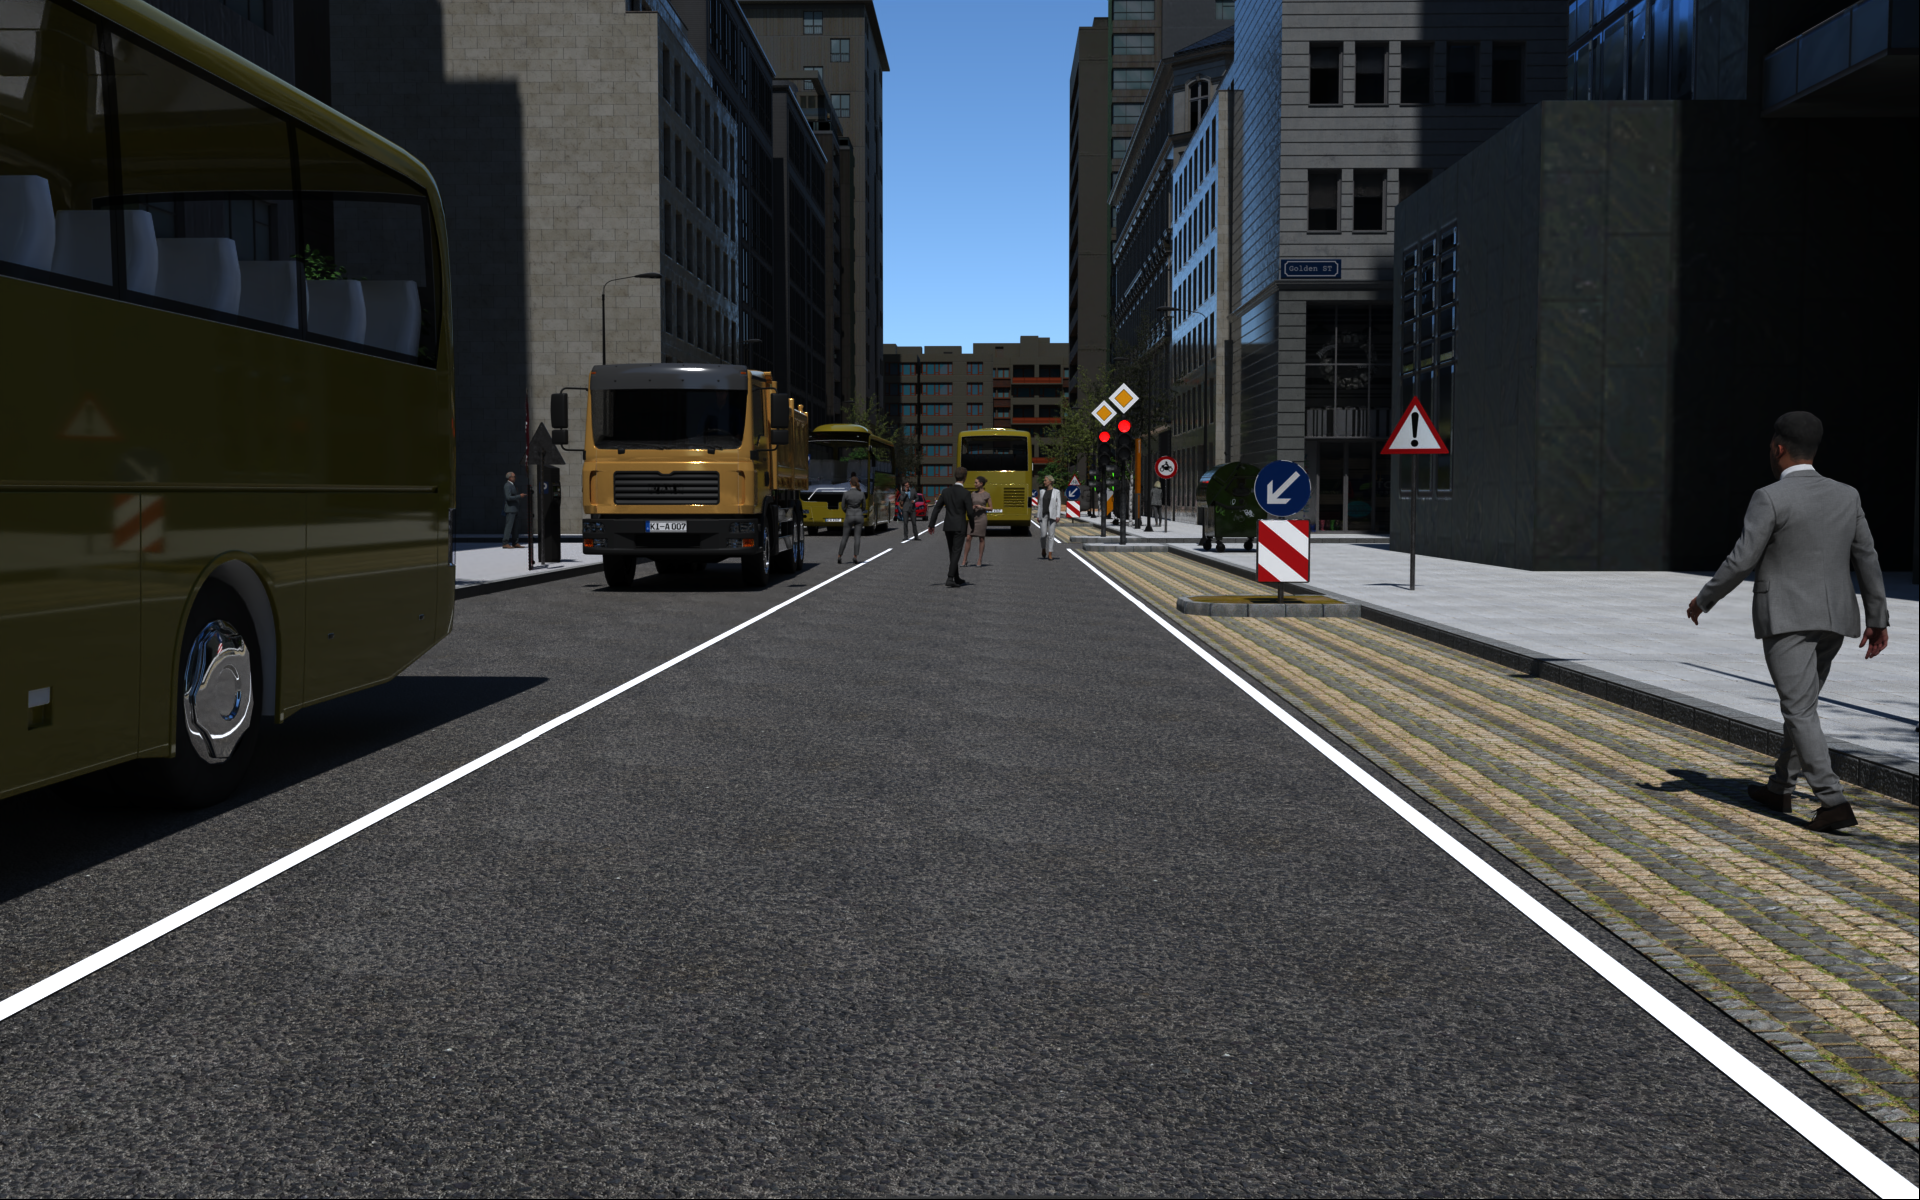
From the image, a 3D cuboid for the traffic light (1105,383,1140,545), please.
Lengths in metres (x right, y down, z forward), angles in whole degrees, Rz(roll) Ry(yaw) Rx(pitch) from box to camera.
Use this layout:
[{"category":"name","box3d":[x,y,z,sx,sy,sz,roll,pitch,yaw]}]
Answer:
[{"category":"traffic light","box3d":[4.109,-3.355,43.775,0.839,4.253,0.868,0,4,1]}]

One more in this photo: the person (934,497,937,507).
[{"category":"person","box3d":[-1.551,-6.327,116.953,0.505,1.210,0.382,3,4,38]}]

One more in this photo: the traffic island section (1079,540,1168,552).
[{"category":"traffic island section","box3d":[4.149,-1.322,43.888,2.009,0.180,2.903,0,4,1]}]

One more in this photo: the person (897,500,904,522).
[{"category":"person","box3d":[-2.808,-4.502,87.605,1.012,1.151,0.738,-3,5,-40]}]

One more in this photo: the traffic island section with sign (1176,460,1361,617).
[{"category":"traffic island section with sign","box3d":[3.663,-0.752,20.927,1.989,1.847,2.006,0,4,1]}]

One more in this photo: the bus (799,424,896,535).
[{"category":"bus","box3d":[-4.075,-4.443,64.195,2.896,3.916,12.252,0,4,2]}]

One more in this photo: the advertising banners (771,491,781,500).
[{"category":"advertising banners","box3d":[-7.232,-4.139,63.864,0.090,3.025,2.074,2,4,29]}]

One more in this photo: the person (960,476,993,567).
[{"category":"person","box3d":[0.318,-1.536,33.956,0.599,1.781,0.374,2,4,23]}]

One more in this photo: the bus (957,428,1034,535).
[{"category":"bus","box3d":[1.330,-4.411,63.667,2.896,3.916,12.252,0,4,2]}]

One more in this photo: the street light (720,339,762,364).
[{"category":"street light","box3d":[-6.628,-4.863,52.050,1.470,5.913,1.316,0,4,1]}]

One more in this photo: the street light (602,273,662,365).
[{"category":"street light","box3d":[-6.944,-3.910,36.473,1.470,5.913,1.316,0,4,1]}]

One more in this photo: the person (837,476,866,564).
[{"category":"person","box3d":[-2.225,-1.637,35.535,0.520,1.790,0.573,-2,4,-24]}]

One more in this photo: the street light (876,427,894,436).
[{"category":"street light","box3d":[-5.245,-9.028,120.155,1.470,5.913,1.316,0,4,1]}]

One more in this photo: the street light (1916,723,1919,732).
[{"category":"street light","box3d":[4.799,-2.243,9.210,1.470,5.913,1.316,0,4,1]}]

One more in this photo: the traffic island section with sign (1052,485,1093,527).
[{"category":"traffic island section with sign","box3d":[4.851,-4.149,76.465,1.989,1.847,2.006,0,4,1]}]

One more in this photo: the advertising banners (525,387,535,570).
[{"category":"advertising banners","box3d":[-7.297,-2.028,29.347,0.090,3.025,2.074,-1,4,-12]}]

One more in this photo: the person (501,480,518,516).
[{"category":"person","box3d":[-13.420,-2.797,51.875,0.616,1.811,0.778,-3,5,-42]}]

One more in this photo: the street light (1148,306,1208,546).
[{"category":"street light","box3d":[5.556,-4.310,43.010,1.470,5.913,1.316,0,4,1]}]

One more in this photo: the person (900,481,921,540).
[{"category":"person","box3d":[-1.527,-2.759,53.421,0.655,1.846,0.447,-1,4,-9]}]

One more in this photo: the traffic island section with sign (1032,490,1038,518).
[{"category":"traffic island section with sign","box3d":[5.410,-5.797,103.414,1.989,1.847,2.006,0,4,1]}]

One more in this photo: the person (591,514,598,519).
[{"category":"person","box3d":[-8.796,-2.202,41.413,0.474,1.900,0.648,0,4,-7]}]

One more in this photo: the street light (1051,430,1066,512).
[{"category":"street light","box3d":[7.325,-9.411,126.405,1.470,5.913,1.316,0,4,1]}]

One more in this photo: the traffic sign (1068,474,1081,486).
[{"category":"traffic sign","box3d":[7.369,-6.811,111.356,0.884,2.594,0.081,0,4,2]}]

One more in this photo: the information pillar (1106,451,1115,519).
[{"category":"information pillar","box3d":[7.692,-5.936,88.408,0.183,3.616,0.504,-3,5,-42]}]

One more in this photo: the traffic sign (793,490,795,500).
[{"category":"traffic sign","box3d":[-6.967,-4.448,72.824,0.768,2.556,0.104,0,4,5]}]

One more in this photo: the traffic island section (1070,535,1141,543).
[{"category":"traffic island section","box3d":[4.318,-1.810,51.872,2.009,0.180,2.903,0,4,1]}]

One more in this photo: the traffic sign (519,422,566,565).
[{"category":"traffic sign","box3d":[-7.567,-1.918,31.363,0.884,2.594,0.081,1,4,9]}]

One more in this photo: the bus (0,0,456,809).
[{"category":"bus","box3d":[-4.657,-0.829,5.095,2.896,3.916,12.252,0,4,2]}]

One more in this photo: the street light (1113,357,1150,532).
[{"category":"street light","box3d":[5.908,-5.289,59.014,1.470,5.913,1.316,0,4,1]}]

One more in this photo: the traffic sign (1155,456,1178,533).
[{"category":"traffic sign","box3d":[6.870,-3.525,57.735,0.768,2.556,0.104,0,4,8]}]

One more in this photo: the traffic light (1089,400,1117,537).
[{"category":"traffic light","box3d":[4.278,-3.843,51.759,0.839,4.253,0.868,0,4,1]}]

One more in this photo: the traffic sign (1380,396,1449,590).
[{"category":"traffic sign","box3d":[6.030,-1.408,23.021,0.884,2.594,0.081,1,4,11]}]

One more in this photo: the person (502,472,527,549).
[{"category":"person","box3d":[-10.496,-2.118,40.841,0.590,1.801,0.661,-1,4,-8]}]

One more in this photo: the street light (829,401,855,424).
[{"category":"street light","box3d":[-5.917,-6.953,86.228,1.470,5.913,1.316,0,4,1]}]

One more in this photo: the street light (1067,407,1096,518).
[{"category":"street light","box3d":[6.621,-7.351,92.722,1.470,5.913,1.316,0,4,1]}]

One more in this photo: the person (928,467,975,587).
[{"category":"person","box3d":[-0.041,-1.128,26.725,0.659,1.850,0.755,2,4,32]}]

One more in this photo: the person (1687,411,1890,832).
[{"category":"person","box3d":[3.649,0.076,7.533,0.678,1.792,0.850,-1,4,-12]}]

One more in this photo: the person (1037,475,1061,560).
[{"category":"person","box3d":[1.931,-1.793,37.696,0.514,1.842,0.818,0,4,0]}]
